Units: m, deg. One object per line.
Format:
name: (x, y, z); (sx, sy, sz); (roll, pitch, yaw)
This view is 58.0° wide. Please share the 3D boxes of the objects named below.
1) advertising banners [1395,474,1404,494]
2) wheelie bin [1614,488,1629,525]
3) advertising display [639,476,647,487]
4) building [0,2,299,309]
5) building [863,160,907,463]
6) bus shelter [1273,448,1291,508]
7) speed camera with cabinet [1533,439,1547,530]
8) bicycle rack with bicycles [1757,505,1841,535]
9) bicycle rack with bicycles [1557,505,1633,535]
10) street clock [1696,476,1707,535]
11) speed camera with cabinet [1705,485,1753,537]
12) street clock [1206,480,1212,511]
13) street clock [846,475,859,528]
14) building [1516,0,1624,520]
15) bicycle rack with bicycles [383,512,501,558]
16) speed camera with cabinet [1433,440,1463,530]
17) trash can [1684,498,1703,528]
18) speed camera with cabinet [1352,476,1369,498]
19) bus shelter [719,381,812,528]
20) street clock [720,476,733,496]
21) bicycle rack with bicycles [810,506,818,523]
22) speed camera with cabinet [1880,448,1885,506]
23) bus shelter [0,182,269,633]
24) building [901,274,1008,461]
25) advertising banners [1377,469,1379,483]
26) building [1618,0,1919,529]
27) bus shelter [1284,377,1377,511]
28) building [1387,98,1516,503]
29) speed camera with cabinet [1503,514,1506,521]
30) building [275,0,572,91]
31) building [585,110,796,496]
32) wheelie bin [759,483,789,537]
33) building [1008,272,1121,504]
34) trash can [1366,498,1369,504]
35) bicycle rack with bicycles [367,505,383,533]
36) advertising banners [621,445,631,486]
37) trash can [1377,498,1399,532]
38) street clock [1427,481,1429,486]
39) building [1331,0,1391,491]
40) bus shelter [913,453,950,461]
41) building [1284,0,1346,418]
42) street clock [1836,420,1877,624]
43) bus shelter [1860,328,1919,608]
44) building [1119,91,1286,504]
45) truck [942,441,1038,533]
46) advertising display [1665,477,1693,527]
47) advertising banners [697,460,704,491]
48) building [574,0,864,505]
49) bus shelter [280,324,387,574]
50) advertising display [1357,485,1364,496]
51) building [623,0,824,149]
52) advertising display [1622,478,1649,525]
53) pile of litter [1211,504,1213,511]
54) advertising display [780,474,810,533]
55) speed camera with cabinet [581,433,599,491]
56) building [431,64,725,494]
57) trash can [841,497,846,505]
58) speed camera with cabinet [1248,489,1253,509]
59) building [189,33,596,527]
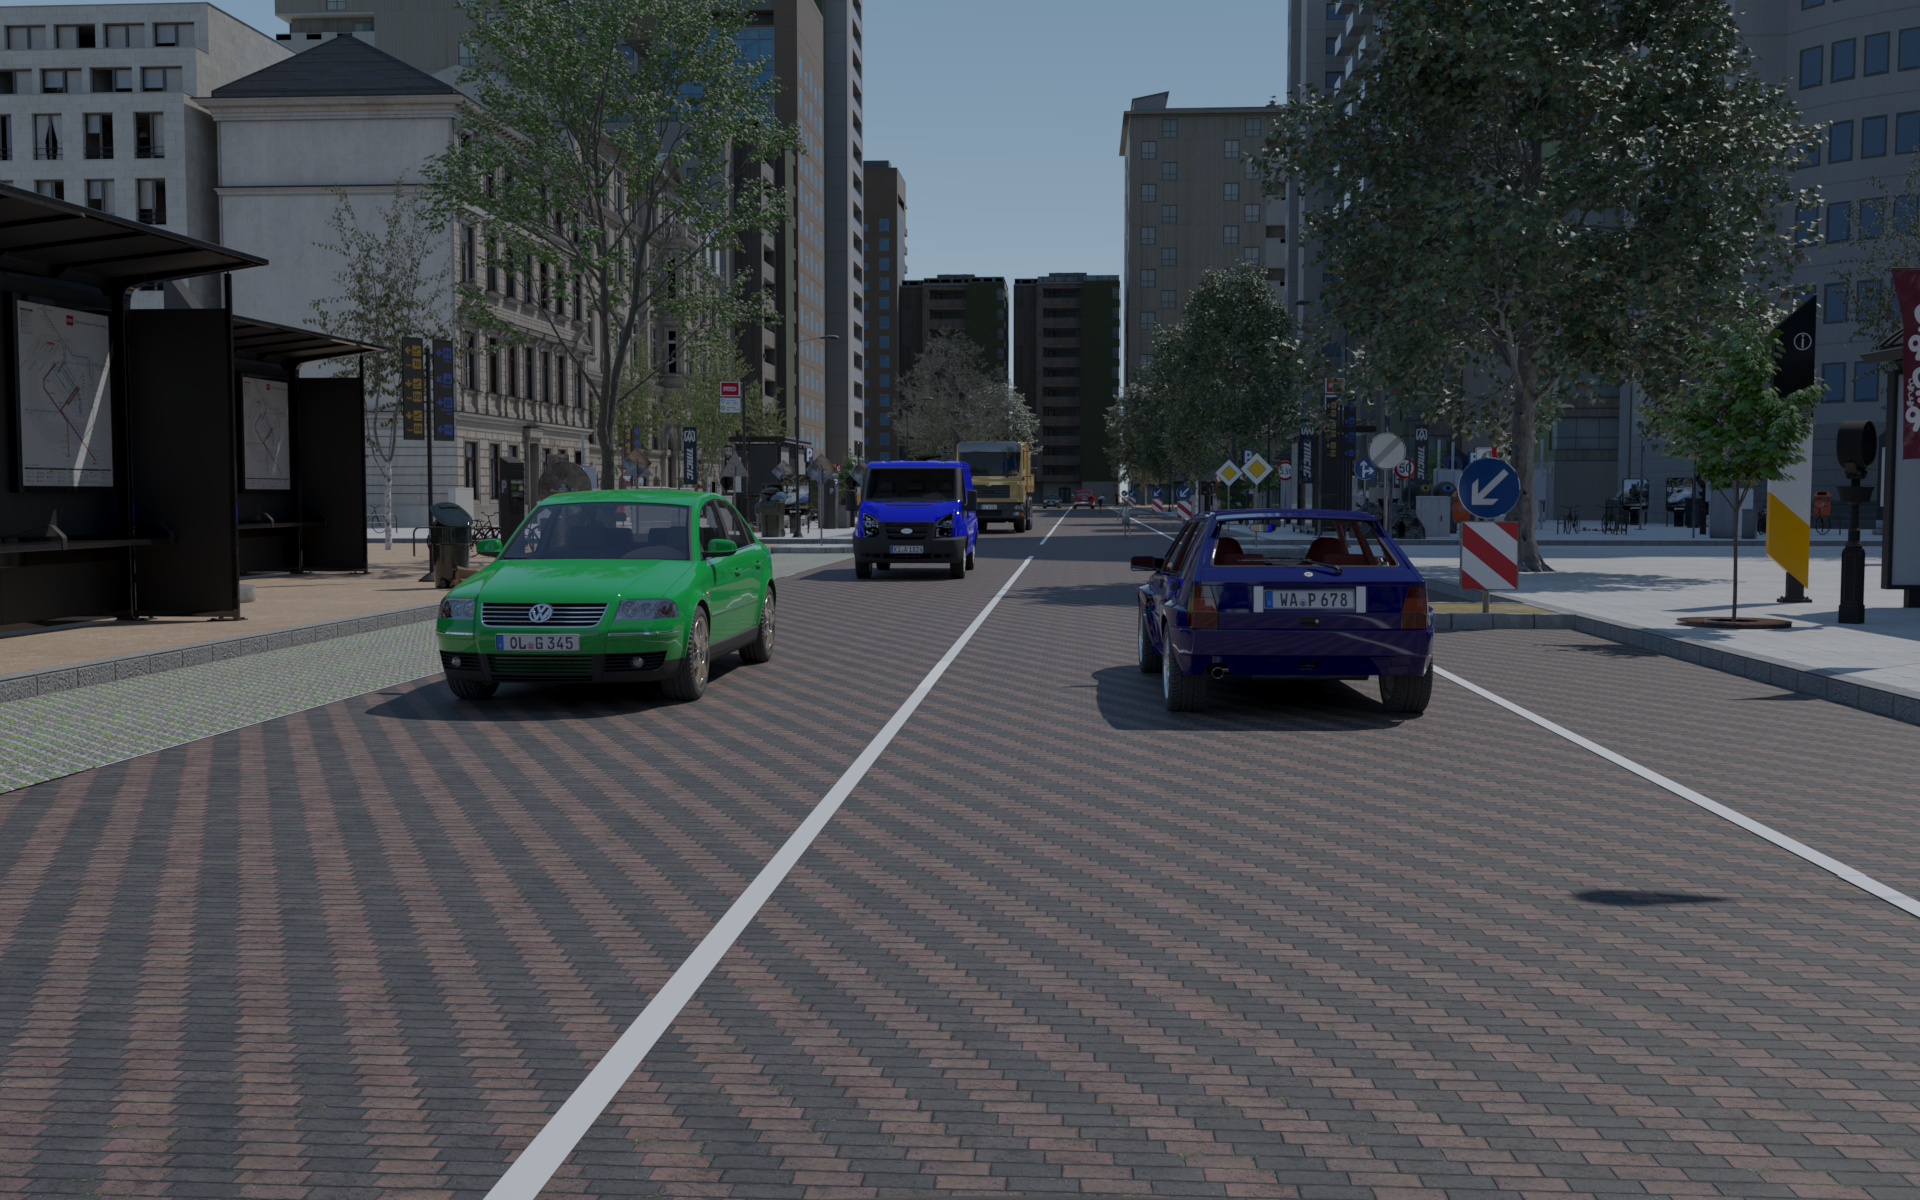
advertising banners: (21.250, -5.273, 82.409); (2.074, 3.025, 0.090); (-3, 4, -39)
wheelie bin: (28.032, -3.989, 73.126); (0.693, 1.594, 0.980); (0, 4, 5)
advertising display: (-11.741, -3.590, 63.904); (0.123, 1.923, 0.974); (-2, 4, -25)
building: (-37.305, -13.255, 71.479); (16.860, 20.320, 10.420); (0, 4, 4)
building: (-14.702, -35.574, 231.753); (14.200, 45.320, 14.600); (0, 4, 4)
bus shelter: (14.276, -4.755, 71.670); (2.014, 3.302, 5.546); (0, 4, 4)
speed camera with cabinet: (20.817, -4.207, 63.128); (0.660, 3.252, 2.038); (0, 4, 4)
bicycle rack with bicycles: (26.187, -2.524, 54.643); (2.925, 0.926, 2.852); (-2, 4, -29)
bicycle rack with bicycles: (20.377, -2.580, 55.565); (2.852, 0.926, 2.925); (2, 4, 27)
street clock: (23.503, -3.068, 54.733); (0.471, 2.002, 0.358); (2, 4, 27)
speed camera with cabinet: (23.505, -3.582, 52.897); (0.660, 3.252, 2.038); (0, 4, -1)
street clock: (13.185, -5.336, 91.816); (0.358, 2.002, 0.471); (1, 4, 9)
street clock: (-4.127, -3.783, 66.428); (0.471, 2.002, 0.358); (1, 4, 12)
building: (36.359, -24.819, 89.381); (14.154, 41.232, 14.086); (0, 4, 4)
bicycle rack with bicycles: (-9.786, -1.357, 35.566); (2.925, 0.926, 2.852); (-3, 5, -41)
speed camera with cabinet: (17.606, -4.158, 62.319); (0.660, 3.252, 2.038); (0, 4, -1)
trash can: (27.788, -3.300, 65.600); (0.748, 1.137, 0.748); (0, 3, 0)
speed camera with cabinet: (20.785, -5.798, 89.139); (2.038, 3.252, 0.660); (0, 4, 6)
bus shelter: (-7.249, -5.287, 64.081); (2.179, 5.291, 8.768); (0, 4, 4)
street clock: (-9.235, -3.909, 68.476); (0.471, 2.002, 0.358); (-1, 4, -20)
bicycle rack with bicycles: (-6.371, -3.814, 75.736); (2.925, 0.926, 2.852); (0, 4, -6)
speed camera with cabinet: (18.212, -2.313, 32.161); (2.038, 3.252, 0.660); (0, 4, -8)
bus shelter: (-8.002, -1.418, 14.468); (1.731, 3.624, 6.357); (0, 4, 4)
building: (-0.618, -28.075, 230.721); (14.107, 30.474, 14.160); (0, 4, 4)
advertising banners: (28.619, -7.548, 119.593); (0.090, 3.025, 2.074); (0, 4, -3)
building: (44.217, -32.282, 69.814); (28.212, 58.520, 21.231); (0, 4, 4)
bus shelter: (11.989, -4.867, 57.207); (2.179, 5.291, 8.768); (0, 4, 4)
building: (35.709, -21.068, 116.163); (14.160, 30.474, 14.107); (0, 4, 4)
speed camera with cabinet: (19.045, -4.086, 61.137); (2.038, 3.252, 0.660); (-2, 4, -32)
building: (-52.890, -35.943, 176.899); (27.495, 52.752, 28.713); (0, 4, 4)
building: (-20.796, -22.174, 134.246); (14.160, 30.474, 14.107); (0, 4, 4)
wheelie bin: (-5.558, -2.665, 51.488); (0.980, 1.594, 0.693); (1, 4, 14)
building: (14.065, -27.969, 228.996); (14.107, 30.474, 14.160); (0, 4, 4)
trash can: (14.970, -3.120, 62.665); (0.748, 1.137, 0.748); (0, 3, 0)
bicycle rack with bicycles: (-19.903, -2.636, 56.481); (2.852, 0.926, 2.925); (2, 4, 30)
advertising banners: (-12.558, -4.022, 61.950); (2.074, 3.025, 0.090); (1, 4, 18)
trash can: (13.847, -2.714, 56.035); (0.748, 1.137, 0.748); (0, 3, 0)
street clock: (24.243, -5.235, 90.170); (0.358, 2.002, 0.471); (1, 4, 22)
building: (42.328, -31.772, 139.088); (23.786, 49.044, 30.456); (0, 4, 4)
bus shelter: (-1.721, -6.848, 103.252); (1.731, 3.624, 6.357); (0, 4, 4)
building: (42.608, -38.395, 169.758); (21.231, 58.520, 28.212); (0, 4, 4)
street clock: (8.842, -0.768, 17.120); (0.471, 2.002, 0.358); (-3, 5, -44)
bus shelter: (11.049, -1.408, 16.940); (2.014, 3.302, 5.546); (0, 4, 4)
building: (35.510, -39.478, 234.703); (27.495, 52.752, 28.713); (0, 4, 4)
truck: (1.365, -4.295, 66.142); (3.469, 3.379, 9.791); (0, 4, 5)
advertising display: (28.029, -3.809, 67.498); (0.974, 1.923, 0.123); (1, 4, 16)
advertising banners: (-13.865, -5.673, 88.947); (2.074, 3.025, 0.090); (2, 4, 35)
building: (-24.432, -38.918, 178.305); (28.212, 58.520, 21.231); (0, 4, 4)
bus shelter: (-10.214, -2.046, 24.736); (1.731, 3.624, 6.357); (0, 4, 4)
advertising display: (27.013, -6.873, 117.585); (0.123, 1.923, 0.974); (-3, 5, -43)
building: (-19.492, -30.444, 147.863); (14.600, 45.320, 14.200); (0, 4, 4)
advertising display: (27.706, -4.032, 71.141); (0.974, 1.923, 0.123); (0, 4, 8)
pile of litter: (15.042, -5.470, 103.395); (1.176, 0.858, 1.719); (0, 4, 5)
advertising display: (-5.375, -3.139, 56.533); (0.974, 1.923, 0.123); (0, 4, 6)
speed camera with cabinet: (-11.985, -3.760, 55.814); (0.660, 3.252, 2.038); (-1, 4, -10)
building: (-22.694, -17.302, 101.973); (14.460, 24.649, 34.723); (0, 4, 4)
trash can: (-5.838, -4.763, 89.530); (0.748, 1.137, 0.748); (0, 3, 0)
speed camera with cabinet: (16.985, -6.540, 101.270); (0.660, 3.252, 2.038); (2, 4, 34)
building: (-23.209, -12.877, 75.159); (10.561, 19.102, 19.286); (0, 4, 4)
